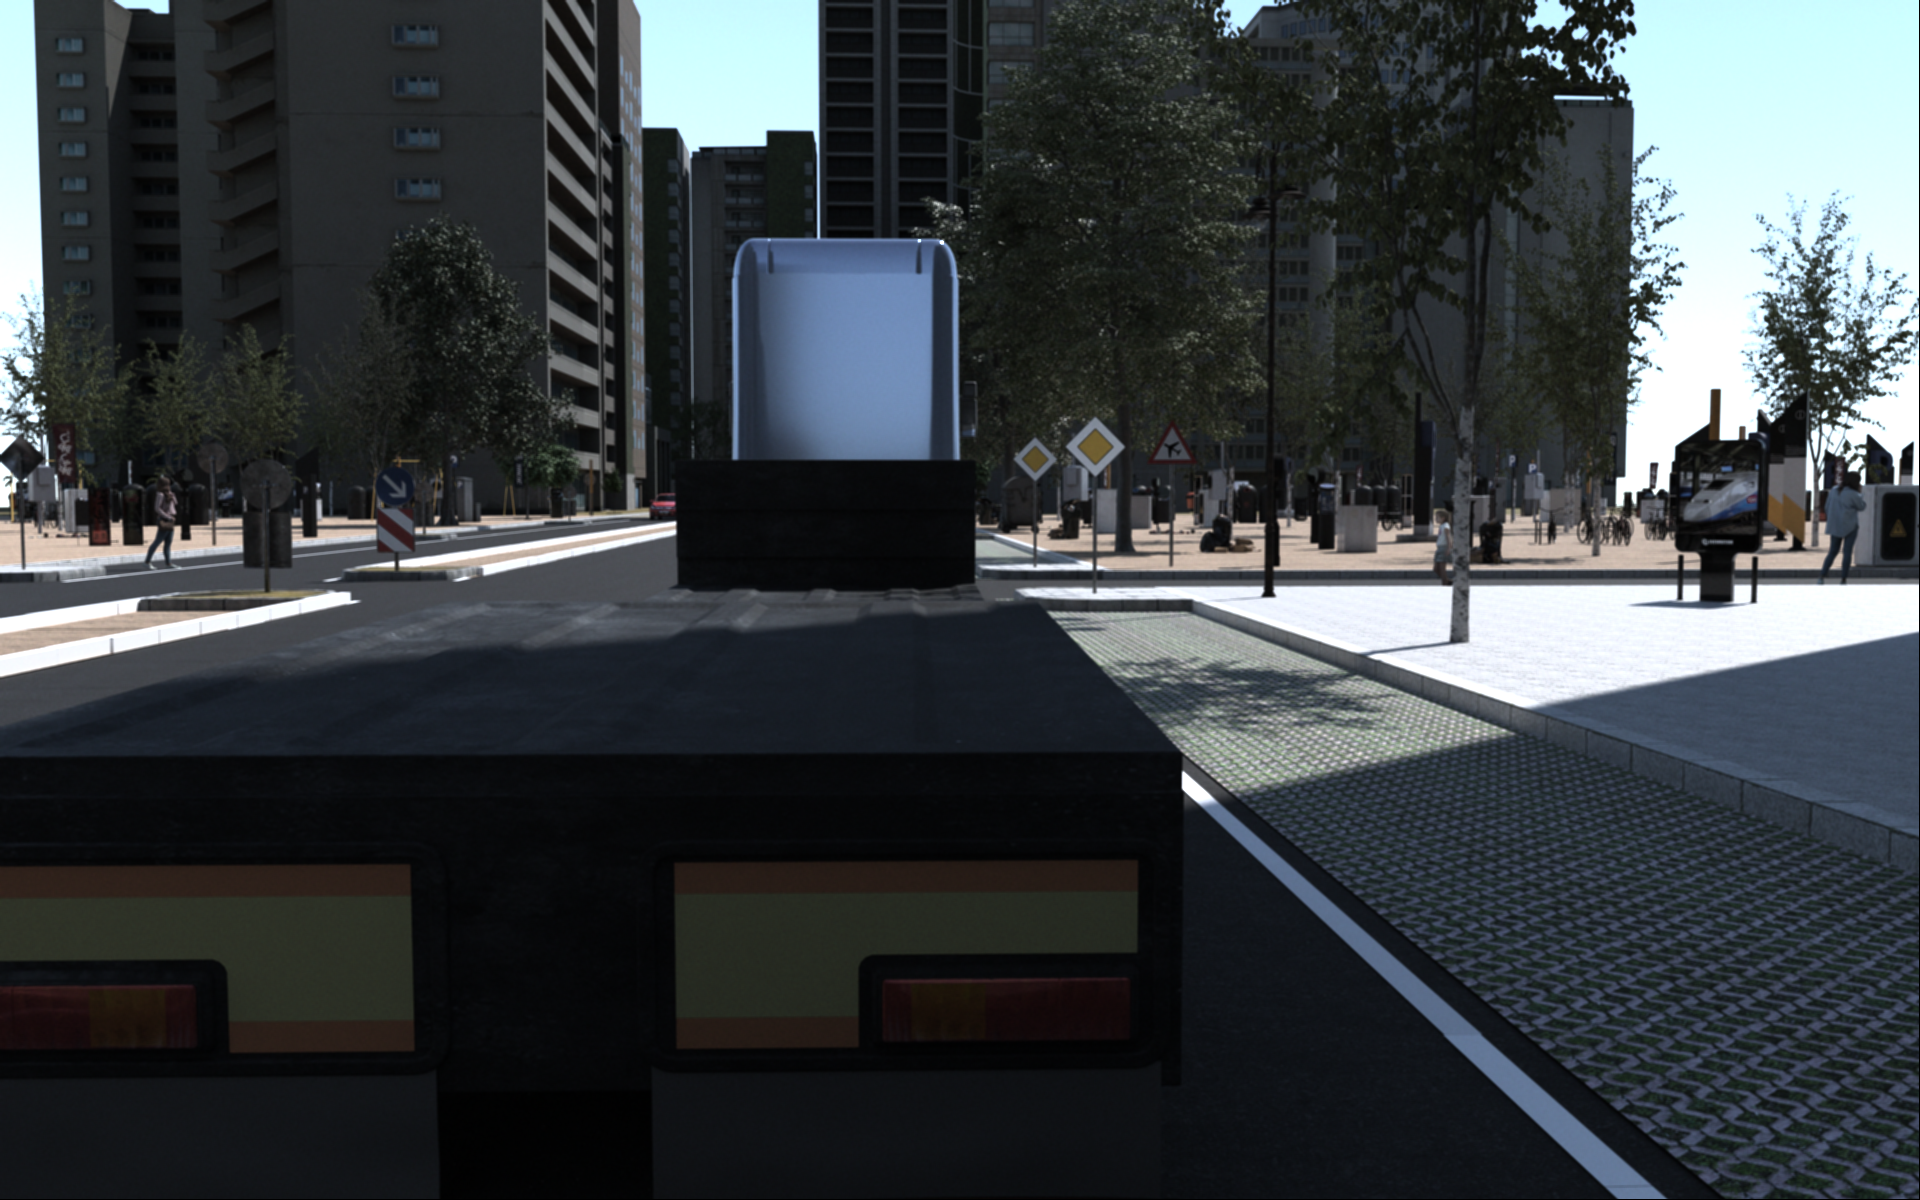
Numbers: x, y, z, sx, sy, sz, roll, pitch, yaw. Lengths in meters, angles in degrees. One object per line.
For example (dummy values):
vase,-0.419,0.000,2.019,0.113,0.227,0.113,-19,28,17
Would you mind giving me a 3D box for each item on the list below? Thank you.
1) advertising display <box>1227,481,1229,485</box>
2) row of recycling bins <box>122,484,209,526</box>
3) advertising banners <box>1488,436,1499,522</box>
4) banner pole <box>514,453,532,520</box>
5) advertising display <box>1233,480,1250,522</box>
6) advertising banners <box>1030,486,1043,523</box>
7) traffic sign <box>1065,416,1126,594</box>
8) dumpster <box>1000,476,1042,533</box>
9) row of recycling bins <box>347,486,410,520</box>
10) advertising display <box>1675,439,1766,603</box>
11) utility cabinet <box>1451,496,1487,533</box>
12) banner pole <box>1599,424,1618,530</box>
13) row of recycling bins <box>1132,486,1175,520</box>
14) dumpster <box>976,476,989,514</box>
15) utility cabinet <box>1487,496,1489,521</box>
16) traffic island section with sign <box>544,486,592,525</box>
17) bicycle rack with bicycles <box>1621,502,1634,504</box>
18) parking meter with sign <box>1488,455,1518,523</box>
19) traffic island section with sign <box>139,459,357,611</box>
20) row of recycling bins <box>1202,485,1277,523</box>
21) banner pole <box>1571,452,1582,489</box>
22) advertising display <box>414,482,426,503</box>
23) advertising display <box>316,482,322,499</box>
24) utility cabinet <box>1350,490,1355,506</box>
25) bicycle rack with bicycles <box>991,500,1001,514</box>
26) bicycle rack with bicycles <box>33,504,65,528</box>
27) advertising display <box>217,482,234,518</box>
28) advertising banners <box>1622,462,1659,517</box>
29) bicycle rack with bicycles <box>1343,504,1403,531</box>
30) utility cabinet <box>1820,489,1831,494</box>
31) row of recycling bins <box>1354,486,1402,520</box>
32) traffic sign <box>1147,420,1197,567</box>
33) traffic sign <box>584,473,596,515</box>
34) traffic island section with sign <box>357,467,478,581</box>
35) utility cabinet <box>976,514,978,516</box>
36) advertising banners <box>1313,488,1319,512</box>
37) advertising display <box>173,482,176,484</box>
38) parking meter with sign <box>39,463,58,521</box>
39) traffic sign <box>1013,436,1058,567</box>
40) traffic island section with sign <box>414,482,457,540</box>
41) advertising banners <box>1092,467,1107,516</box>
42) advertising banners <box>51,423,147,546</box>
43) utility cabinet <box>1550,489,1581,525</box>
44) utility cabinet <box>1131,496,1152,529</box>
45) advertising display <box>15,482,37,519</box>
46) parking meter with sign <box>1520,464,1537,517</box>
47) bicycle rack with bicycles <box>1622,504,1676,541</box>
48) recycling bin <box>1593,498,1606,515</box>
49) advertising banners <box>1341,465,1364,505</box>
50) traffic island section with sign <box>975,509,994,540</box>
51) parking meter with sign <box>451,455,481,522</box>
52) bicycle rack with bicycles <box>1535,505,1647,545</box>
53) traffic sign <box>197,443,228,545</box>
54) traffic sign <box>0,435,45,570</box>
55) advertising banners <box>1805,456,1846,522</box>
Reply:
advertising display,13.826,-5.073,88.164,0.123,1.923,0.974,-2,4,-27
row of recycling bins,-32.176,-3.864,70.281,1.069,1.692,3.534,2,4,35
advertising banners,16.510,-3.510,53.573,0.090,3.025,2.074,1,4,11
banner pole,-21.735,-5.874,86.051,0.863,3.779,0.401,-1,4,-15
advertising display,13.110,-4.629,80.904,0.974,1.923,0.123,-2,4,-30
advertising banners,3.333,-4.908,76.434,0.090,3.025,2.074,-1,4,-14
traffic sign,1.735,-1.141,22.291,0.795,2.450,0.064,0,4,-3
dumpster,2.025,-3.143,57.147,1.264,1.857,1.865,0,4,-3
row of recycling bins,-29.477,-4.949,88.024,1.069,1.692,3.534,2,4,34
advertising display,9.045,-0.944,20.644,0.974,1.923,0.123,3,5,41
utility cabinet,16.794,-2.821,57.282,1.020,1.237,0.306,1,4,20
banner pole,22.978,-4.380,61.637,0.863,3.779,0.401,0,4,-7
row of recycling bins,9.159,-4.780,85.264,1.069,1.692,3.534,-3,5,-44
dumpster,0.621,-4.962,83.620,1.502,2.255,1.985,0,4,-3
utility cabinet,20.033,-3.418,67.042,0.306,1.237,1.020,-2,4,-25
traffic island section with sign,-18.372,-4.449,81.377,1.989,1.847,2.006,0,4,-3
bicycle rack with bicycles,41.687,-5.692,106.449,2.925,0.926,2.852,2,4,28
parking meter with sign,23.624,-4.893,76.254,1.738,3.016,0.543,-1,4,-18
traffic island section with sign,-9.034,-0.850,22.036,2.006,1.907,1.989,0,4,-3
row of recycling bins,12.358,-4.289,77.235,3.534,1.692,1.069,0,4,8
banner pole,36.552,-6.901,102.849,0.863,3.779,0.401,0,4,-6
advertising display,-28.647,-5.303,91.923,0.974,1.923,0.123,3,5,41
advertising display,-34.728,-5.383,93.226,0.123,1.923,0.974,1,4,17
utility cabinet,23.133,-5.612,100.428,1.173,1.500,0.318,-3,4,-37
bicycle rack with bicycles,2.377,-5.502,103.342,2.925,0.926,2.852,-2,4,-33
bicycle rack with bicycles,-33.941,-3.213,65.922,2.852,0.926,2.925,-2,4,-30
advertising display,-40.190,-5.474,94.719,0.123,1.923,0.974,3,4,38
advertising banners,37.538,-6.077,95.542,0.090,3.025,2.074,-3,5,-40
bicycle rack with bicycles,14.571,-2.929,61.272,2.925,0.926,2.852,-2,4,-30
utility cabinet,42.146,-4.596,83.817,1.173,1.500,0.318,-1,4,-23
row of recycling bins,20.769,-4.750,84.776,3.534,1.692,1.069,-2,4,-33
traffic sign,3.732,-1.868,30.540,0.884,2.594,0.081,0,4,0
traffic sign,-22.381,-6.396,104.686,0.768,2.556,0.104,0,4,5
traffic island section with sign,-9.418,-1.303,29.433,2.006,1.907,1.989,0,4,-3
utility cabinet,0.705,-5.472,98.152,0.318,1.500,1.173,-1,4,-17
advertising banners,21.868,-6.659,105.062,0.090,3.025,2.074,2,4,25
advertising display,-40.286,-5.177,89.861,0.123,1.923,0.974,3,4,39
parking meter with sign,-44.265,-5.370,84.062,1.738,3.016,0.543,2,4,32
traffic sign,1.311,-1.628,30.264,0.795,2.450,0.064,0,4,-3
traffic island section with sign,-16.936,-2.803,54.460,1.989,1.847,2.006,0,4,-3
advertising banners,8.151,-6.469,101.952,0.090,3.025,2.074,3,5,41
advertising banners,-21.392,-2.867,43.058,2.074,3.025,0.090,-1,4,-19
utility cabinet,24.541,-3.764,70.214,1.173,1.500,0.318,1,4,15
utility cabinet,6.550,-3.223,63.861,1.020,1.237,0.306,2,4,30
advertising display,-48.755,-5.212,90.437,0.123,1.923,0.974,3,5,41
parking meter with sign,32.688,-6.327,99.705,0.543,3.016,1.738,0,4,3
bicycle rack with bicycles,19.388,-2.192,49.229,2.852,0.926,2.925,3,5,44
recycling bin,38.651,-5.631,104.627,0.722,1.027,0.722,1,4,22
advertising banners,23.704,-6.694,105.636,0.090,3.025,2.074,-3,5,-44
traffic island section with sign,0.033,-2.831,54.907,1.989,1.847,2.006,0,4,-3
parking meter with sign,-22.471,-5.040,78.659,0.543,3.016,1.738,1,4,20
bicycle rack with bicycles,15.911,-1.902,44.483,2.852,0.926,2.925,1,4,16
traffic sign,-18.711,-2.647,43.378,0.768,2.556,0.104,0,4,-1
traffic sign,-15.910,-1.574,29.372,0.795,2.450,0.064,0,4,-3
advertising banners,40.302,-5.183,80.932,0.090,3.025,2.074,-3,5,-39
